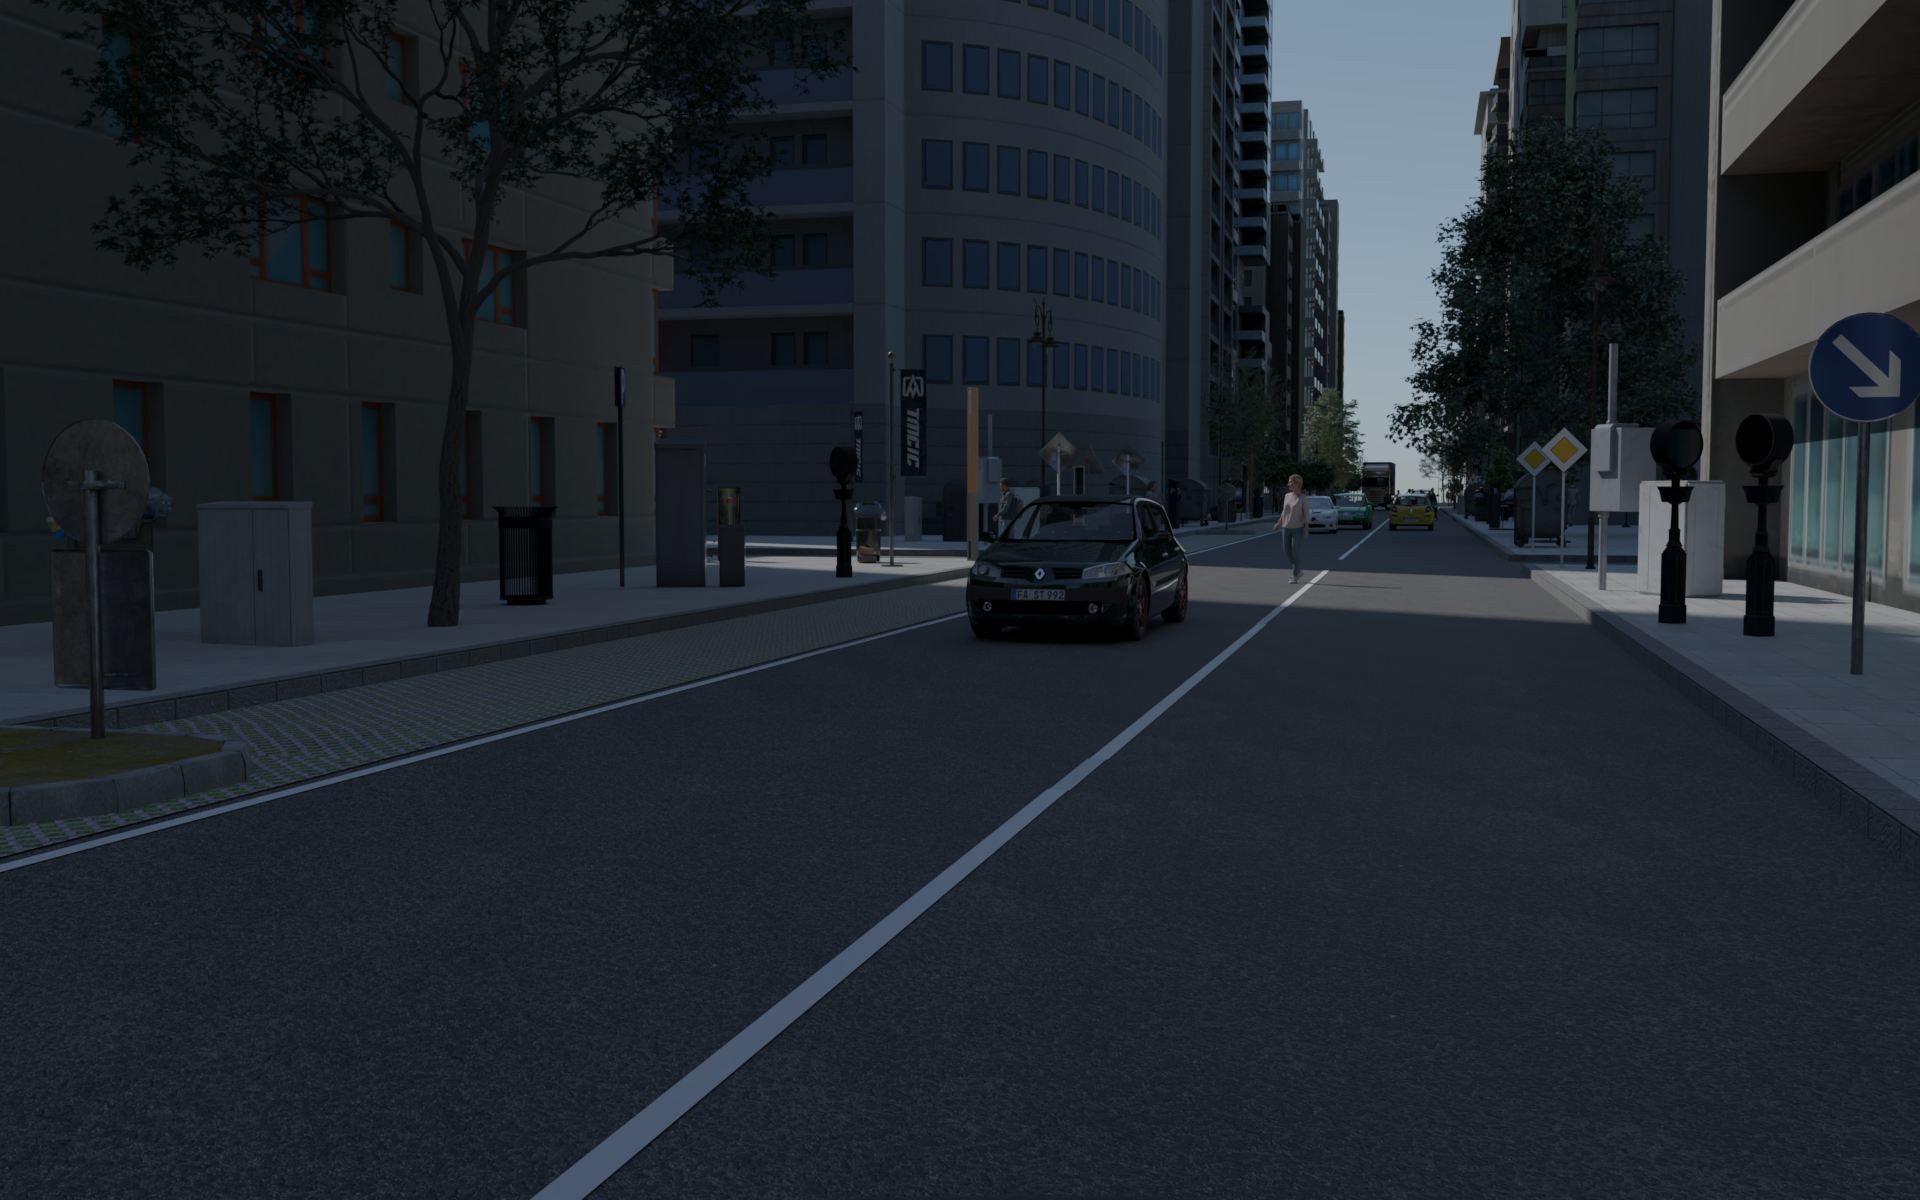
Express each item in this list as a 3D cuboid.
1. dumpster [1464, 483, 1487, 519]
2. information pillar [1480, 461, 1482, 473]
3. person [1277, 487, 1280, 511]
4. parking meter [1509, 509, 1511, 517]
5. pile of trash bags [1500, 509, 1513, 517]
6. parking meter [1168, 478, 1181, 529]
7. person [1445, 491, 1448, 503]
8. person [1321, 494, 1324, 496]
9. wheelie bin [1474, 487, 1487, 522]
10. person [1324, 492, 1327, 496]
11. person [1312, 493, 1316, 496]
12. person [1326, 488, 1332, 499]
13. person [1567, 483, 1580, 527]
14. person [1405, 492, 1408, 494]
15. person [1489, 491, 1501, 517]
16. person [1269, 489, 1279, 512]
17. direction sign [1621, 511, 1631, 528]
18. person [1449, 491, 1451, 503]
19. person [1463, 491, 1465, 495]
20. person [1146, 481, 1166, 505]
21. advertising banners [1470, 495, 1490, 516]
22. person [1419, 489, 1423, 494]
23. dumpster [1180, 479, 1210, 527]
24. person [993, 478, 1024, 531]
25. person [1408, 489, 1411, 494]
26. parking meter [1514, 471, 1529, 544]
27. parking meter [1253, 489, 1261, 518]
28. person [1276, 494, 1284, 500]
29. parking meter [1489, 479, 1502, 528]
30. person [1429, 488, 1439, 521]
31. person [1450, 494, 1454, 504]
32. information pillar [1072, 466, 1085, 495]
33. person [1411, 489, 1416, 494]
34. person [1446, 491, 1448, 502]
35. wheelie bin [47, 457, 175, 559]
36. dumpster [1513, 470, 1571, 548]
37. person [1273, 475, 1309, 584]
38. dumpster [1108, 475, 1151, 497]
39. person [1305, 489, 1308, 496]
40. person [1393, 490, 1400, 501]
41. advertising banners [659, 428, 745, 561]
[{"bbox_3d":[26.536,-5.088,88.942,1.264,1.857,1.865,1,4,15],"label":"dumpster"},{"bbox_3d":[32.494,-7.155,108.343,0.183,3.616,0.504,-1,4,-11],"label":"information pillar"},{"bbox_3d":[23.616,-7.450,127.992,0.705,1.807,1.348,3,5,44],"label":"person"},{"bbox_3d":[30.237,-5.331,95.568,0.372,1.533,0.369,0,3,0],"label":"parking meter"},{"bbox_3d":[31.090,-5.362,97.427,1.912,1.369,3.447,1,4,9],"label":"pile of trash bags"},{"bbox_3d":[7.905,-3.555,63.842,0.399,1.863,0.255,3,4,37],"label":"parking meter"},{"bbox_3d":[72.588,-15.369,258.241,0.541,1.710,0.530,-2,4,-28],"label":"person"},{"bbox_3d":[41.765,-11.699,197.329,1.348,1.823,0.705,1,4,10],"label":"person"},{"bbox_3d":[24.336,-4.462,80.863,0.693,1.594,0.980,0,4,8],"label":"wheelie bin"},{"bbox_3d":[39.723,-11.063,187.376,0.568,1.767,0.683,1,4,23],"label":"person"},{"bbox_3d":[40.032,-11.404,195.687,0.628,1.438,0.799,2,4,26],"label":"person"},{"bbox_3d":[21.893,-5.777,103.078,0.853,1.813,0.709,1,4,21],"label":"person"},{"bbox_3d":[24.105,-3.805,68.379,0.709,1.813,0.853,0,4,-8],"label":"person"},{"bbox_3d":[64.699,-14.817,251.201,0.683,1.767,0.568,1,4,15],"label":"person"},{"bbox_3d":[28.172,-5.173,91.215,0.593,1.750,0.643,-1,4,-19],"label":"person"},{"bbox_3d":[22.204,-7.019,121.507,0.721,1.736,1.217,-3,5,-43],"label":"person"},{"bbox_3d":[25.566,-4.548,66.355,0.379,3.537,0.876,3,5,42],"label":"direction sign"},{"bbox_3d":[73.337,-15.478,259.202,1.348,1.812,0.705,-1,4,-18],"label":"person"},{"bbox_3d":[70.160,-14.356,240.705,0.705,1.831,1.348,0,4,2],"label":"person"},{"bbox_3d":[5.101,-2.228,45.278,0.532,1.782,0.716,1,4,13],"label":"person"},{"bbox_3d":[30.638,-6.365,100.249,2.074,3.025,0.090,1,4,9],"label":"advertising banners"},{"bbox_3d":[31.763,-6.758,119.544,0.990,1.755,0.434,0,4,-5],"label":"person"},{"bbox_3d":[9.181,-3.847,68.650,1.264,1.857,1.865,1,4,15],"label":"dumpster"},{"bbox_3d":[1.043,-1.768,37.757,0.721,1.781,0.623,0,4,-7],"label":"person"},{"bbox_3d":[26.570,-5.734,102.825,0.524,1.755,0.480,0,4,2],"label":"person"},{"bbox_3d":[14.402,-2.364,44.366,0.399,1.863,0.255,-3,5,-42],"label":"parking meter"},{"bbox_3d":[15.697,-5.087,91.579,0.372,1.533,0.369,0,3,0],"label":"parking meter"},{"bbox_3d":[22.153,-6.862,119.169,0.756,1.711,0.436,0,4,2],"label":"person"},{"bbox_3d":[20.171,-3.642,65.253,0.399,1.863,0.255,0,4,-1],"label":"parking meter"},{"bbox_3d":[25.408,-5.147,93.079,0.534,1.772,0.576,-3,4,-36],"label":"person"},{"bbox_3d":[63.440,-13.234,222.963,0.434,1.755,0.990,-2,4,-27],"label":"person"},{"bbox_3d":[3.107,-2.509,45.513,0.304,2.012,0.304,0,4,-5],"label":"information pillar"},{"bbox_3d":[32.568,-7.102,124.641,1.348,1.821,0.705,1,4,11],"label":"person"},{"bbox_3d":[73.653,-15.589,261.604,1.217,1.739,0.721,0,4,8],"label":"person"},{"bbox_3d":[-7.196,-0.418,14.737,0.980,1.594,0.693,-2,4,-33],"label":"wheelie bin"},{"bbox_3d":[14.069,-2.209,41.875,1.264,1.857,1.865,1,4,15],"label":"dumpster"},{"bbox_3d":[5.359,-1.141,27.833,0.731,1.740,0.598,3,4,38],"label":"person"},{"bbox_3d":[5.228,-2.883,52.894,1.264,1.857,1.865,1,4,15],"label":"dumpster"},{"bbox_3d":[37.396,-11.089,187.369,0.705,1.821,1.348,0,4,1],"label":"person"},{"bbox_3d":[29.949,-6.650,118.168,0.756,1.711,0.436,2,4,25],"label":"person"},{"bbox_3d":[-5.074,-2.244,32.874,2.074,3.025,0.090,-2,4,-28],"label":"advertising banners"}]
